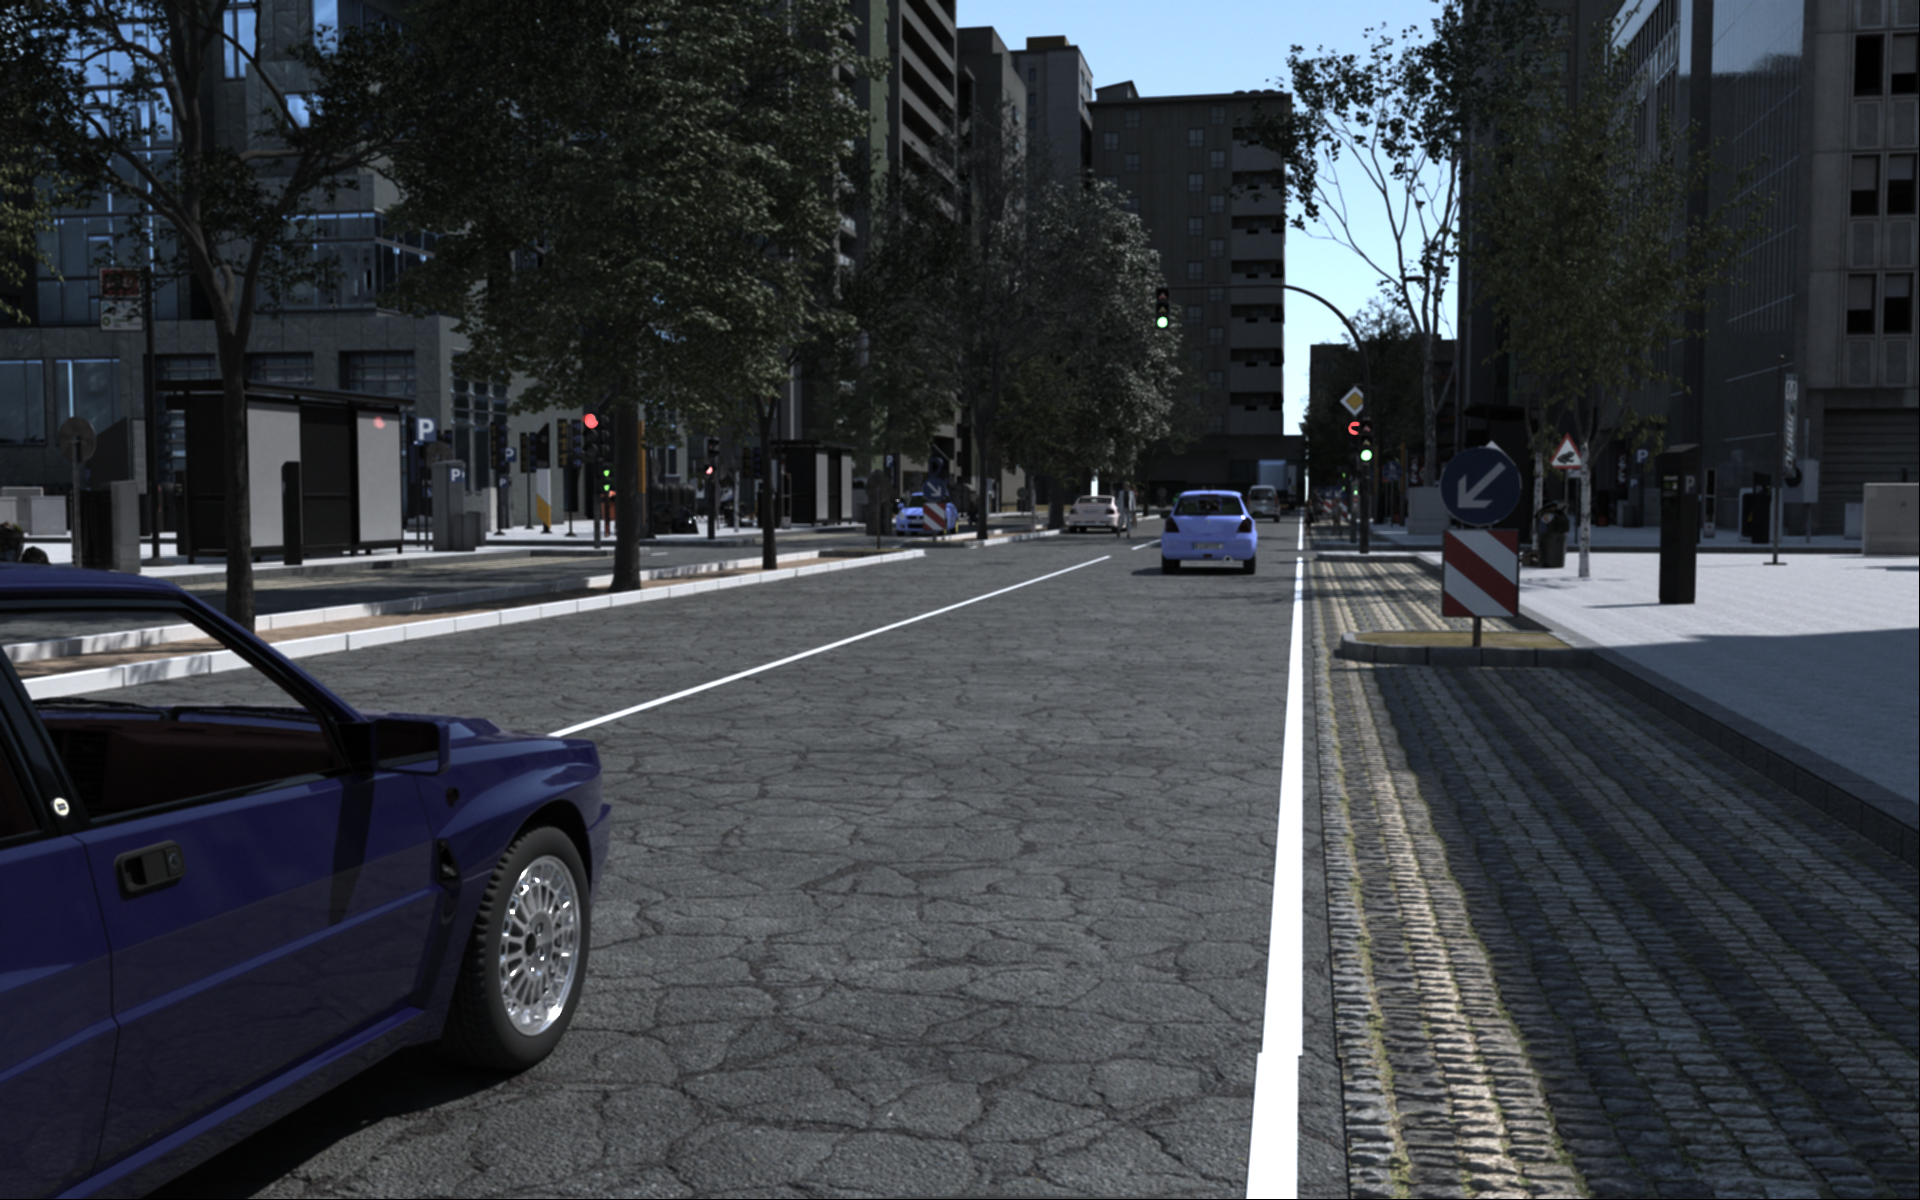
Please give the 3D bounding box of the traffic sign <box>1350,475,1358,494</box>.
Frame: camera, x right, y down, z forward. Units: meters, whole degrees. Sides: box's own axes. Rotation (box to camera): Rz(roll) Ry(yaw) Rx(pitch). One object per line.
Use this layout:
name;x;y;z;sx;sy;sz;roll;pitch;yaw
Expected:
traffic sign;25.667;-6.931;113.429;0.768;2.556;0.104;1;4;20

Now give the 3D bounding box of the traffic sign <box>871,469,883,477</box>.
traffic sign;-4.213;-5.423;88.771;0.768;2.556;0.104;1;4;15

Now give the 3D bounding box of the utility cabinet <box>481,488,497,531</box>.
utility cabinet;-16.127;-3.096;59.297;0.318;1.500;1.173;0;4;-5

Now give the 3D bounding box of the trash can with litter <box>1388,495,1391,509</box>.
trash can with litter;27.368;-5.980;108.827;1.678;1.210;2.233;-3;5;-41

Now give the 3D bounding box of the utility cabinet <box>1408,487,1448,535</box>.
utility cabinet;14.578;-2.781;54.147;1.173;1.500;0.318;-1;4;-21

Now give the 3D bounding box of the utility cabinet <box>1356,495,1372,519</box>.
utility cabinet;20.825;-4.788;89.451;0.306;1.237;1.020;-2;4;-24

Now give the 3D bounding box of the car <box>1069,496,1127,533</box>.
car;5.185;-3.199;64.668;2.083;1.381;4.827;1;4;11

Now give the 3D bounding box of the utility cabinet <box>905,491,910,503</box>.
utility cabinet;-3.468;-6.551;115.793;0.318;1.500;1.173;0;4;-8

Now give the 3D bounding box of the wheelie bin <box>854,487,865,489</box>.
wheelie bin;-4.658;-4.492;81.346;0.980;1.594;0.693;0;4;3

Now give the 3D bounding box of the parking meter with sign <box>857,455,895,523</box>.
parking meter with sign;-3.718;-4.897;76.332;1.738;3.016;0.543;-3;5;-40

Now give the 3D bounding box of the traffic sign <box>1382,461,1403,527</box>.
traffic sign;16.839;-4.120;67.463;0.768;2.556;0.104;1;4;19

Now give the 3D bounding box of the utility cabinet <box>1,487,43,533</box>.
utility cabinet;-30.502;-2.916;56.355;1.173;1.500;0.318;-1;4;-17

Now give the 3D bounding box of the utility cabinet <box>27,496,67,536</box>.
utility cabinet;-28.143;-2.583;53.388;0.306;1.237;1.020;3;5;45

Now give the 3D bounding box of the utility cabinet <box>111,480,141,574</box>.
utility cabinet;-13.413;-1.170;27.815;0.318;1.500;1.173;-2;4;-31

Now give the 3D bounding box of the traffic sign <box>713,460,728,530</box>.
traffic sign;-8.599;-3.752;61.455;0.768;2.556;0.104;1;4;20

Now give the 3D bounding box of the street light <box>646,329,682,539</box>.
street light;-8.282;-4.676;48.998;1.470;5.913;1.316;1;4;11

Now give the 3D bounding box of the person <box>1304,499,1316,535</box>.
person;12.063;-2.844;59.663;0.362;1.253;0.373;-3;4;-36

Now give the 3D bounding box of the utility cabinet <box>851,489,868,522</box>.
utility cabinet;-4.724;-4.353;79.857;1.173;1.500;0.318;-1;4;-9

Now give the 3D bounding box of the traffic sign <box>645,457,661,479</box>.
traffic sign;-10.594;-3.616;59.236;0.768;2.556;0.104;1;4;13

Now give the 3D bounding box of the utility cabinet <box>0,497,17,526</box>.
utility cabinet;-19.724;-1.468;35.158;0.306;1.237;1.020;2;4;35

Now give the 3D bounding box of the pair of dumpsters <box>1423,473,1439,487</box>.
pair of dumpsters;22.388;-4.777;80.598;1.574;2.255;4.437;1;4;11

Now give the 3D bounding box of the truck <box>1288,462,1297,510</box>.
truck;29.558;-10.419;159.267;2.839;4.237;11.283;1;4;10

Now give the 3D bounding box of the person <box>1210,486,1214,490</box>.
person;12.404;-4.712;85.503;0.822;1.834;0.622;-2;4;-33

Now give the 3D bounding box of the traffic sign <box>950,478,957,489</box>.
traffic sign;-0.587;-6.553;107.152;0.884;2.594;0.081;1;4;18

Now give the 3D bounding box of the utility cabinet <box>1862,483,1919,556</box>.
utility cabinet;19.144;-1.635;35.419;1.173;1.500;0.318;1;4;16

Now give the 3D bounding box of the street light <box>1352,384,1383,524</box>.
street light;17.255;-6.163;73.309;1.470;5.913;1.316;1;4;11

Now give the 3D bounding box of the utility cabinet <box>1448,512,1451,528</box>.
utility cabinet;17.827;-3.446;65.025;1.173;1.500;0.318;2;4;31

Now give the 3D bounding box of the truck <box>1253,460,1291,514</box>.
truck;23.500;-8.600;130.367;2.967;4.110;18.799;1;4;10

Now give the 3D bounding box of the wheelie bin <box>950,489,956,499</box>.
wheelie bin;-0.483;-5.895;104.290;0.980;1.594;0.693;-2;4;-31

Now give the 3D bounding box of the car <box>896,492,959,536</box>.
car;-1.126;-3.083;59.992;1.945;1.707;3.694;1;4;9

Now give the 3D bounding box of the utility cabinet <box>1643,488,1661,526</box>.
utility cabinet;27.457;-3.660;68.522;0.318;1.500;1.173;-2;4;-26

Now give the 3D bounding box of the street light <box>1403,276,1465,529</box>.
street light;10.123;-3.937;36.906;1.470;5.913;1.316;1;4;11

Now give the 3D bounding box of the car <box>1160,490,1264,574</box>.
car;4.677;-1.388;32.279;1.945;1.707;3.694;1;4;10

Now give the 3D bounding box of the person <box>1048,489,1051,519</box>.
person;5.234;-5.566;100.045;0.362;1.759;0.519;1;4;15

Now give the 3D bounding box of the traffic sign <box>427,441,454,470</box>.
traffic sign;-12.585;-2.551;41.812;0.768;2.556;0.104;1;4;12

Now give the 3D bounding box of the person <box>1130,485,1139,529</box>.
person;7.157;-3.869;71.733;0.573;1.828;0.580;0;4;-6

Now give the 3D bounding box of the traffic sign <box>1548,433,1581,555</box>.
traffic sign;12.844;-2.244;36.699;0.884;2.594;0.081;1;4;18

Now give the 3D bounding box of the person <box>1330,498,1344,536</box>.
person;12.769;-2.802;58.583;0.475;1.303;0.640;3;5;40

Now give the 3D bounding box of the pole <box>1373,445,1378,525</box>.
pole;17.402;-4.811;72.499;0.158;3.312;0.155;0;3;0

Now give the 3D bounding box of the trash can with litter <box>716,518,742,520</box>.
trash can with litter;-11.418;-4.623;86.649;1.678;1.210;2.233;1;4;17

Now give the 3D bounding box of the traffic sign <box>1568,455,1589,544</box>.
traffic sign;15.918;-2.602;44.681;0.606;2.300;0.079;1;4;12

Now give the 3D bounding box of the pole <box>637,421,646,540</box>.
pole;-8.882;-3.331;48.313;0.158;3.312;0.155;0;3;0

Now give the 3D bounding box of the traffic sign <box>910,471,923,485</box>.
traffic sign;-2.370;-5.773;94.497;0.768;2.556;0.104;1;4;16

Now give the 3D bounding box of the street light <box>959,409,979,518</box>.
street light;0.646;-7.435;94.096;1.470;5.913;1.316;1;4;11

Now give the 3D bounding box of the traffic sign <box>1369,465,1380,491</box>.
traffic sign;18.462;-4.671;76.475;0.768;2.556;0.104;1;4;20

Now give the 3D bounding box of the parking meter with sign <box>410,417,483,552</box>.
parking meter with sign;-11.555;-2.613;38.988;1.738;3.016;0.543;3;5;40

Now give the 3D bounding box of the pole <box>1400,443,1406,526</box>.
pole;17.557;-4.576;68.666;0.158;3.312;0.155;0;3;0

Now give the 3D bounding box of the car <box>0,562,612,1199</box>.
car;-2.134;0.564;3.361;1.945;1.354;3.894;1;4;13

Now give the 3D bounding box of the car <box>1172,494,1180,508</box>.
car;23.499;-10.685;183.491;1.959;1.807;4.718;1;4;10

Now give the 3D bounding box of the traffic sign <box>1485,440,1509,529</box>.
traffic sign;11.378;-2.198;37.129;0.795;2.450;0.064;1;4;14

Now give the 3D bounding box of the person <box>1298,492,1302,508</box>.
person;35.181;-10.344;179.085;0.415;1.643;0.593;1;4;18

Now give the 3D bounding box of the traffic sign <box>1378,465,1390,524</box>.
traffic sign;18.228;-4.519;73.992;0.768;2.556;0.104;1;4;15

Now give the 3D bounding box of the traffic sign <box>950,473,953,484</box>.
traffic sign;-0.768;-6.073;99.399;0.768;2.556;0.104;1;4;21

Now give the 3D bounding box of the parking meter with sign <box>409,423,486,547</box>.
parking meter with sign;-12.462;-2.813;42.252;1.738;3.016;0.543;1;4;9

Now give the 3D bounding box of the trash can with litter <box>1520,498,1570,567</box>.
trash can with litter;10.175;-1.160;30.347;0.624;1.170;1.055;-1;4;-19

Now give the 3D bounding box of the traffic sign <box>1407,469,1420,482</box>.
traffic sign;20.746;-4.831;79.088;0.768;2.556;0.104;1;4;11

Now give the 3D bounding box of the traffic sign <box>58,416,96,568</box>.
traffic sign;-14.484;-1.730;28.399;0.768;2.556;0.104;1;4;18

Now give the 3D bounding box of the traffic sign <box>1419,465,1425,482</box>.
traffic sign;20.336;-4.624;75.702;0.768;2.556;0.104;1;4;17
